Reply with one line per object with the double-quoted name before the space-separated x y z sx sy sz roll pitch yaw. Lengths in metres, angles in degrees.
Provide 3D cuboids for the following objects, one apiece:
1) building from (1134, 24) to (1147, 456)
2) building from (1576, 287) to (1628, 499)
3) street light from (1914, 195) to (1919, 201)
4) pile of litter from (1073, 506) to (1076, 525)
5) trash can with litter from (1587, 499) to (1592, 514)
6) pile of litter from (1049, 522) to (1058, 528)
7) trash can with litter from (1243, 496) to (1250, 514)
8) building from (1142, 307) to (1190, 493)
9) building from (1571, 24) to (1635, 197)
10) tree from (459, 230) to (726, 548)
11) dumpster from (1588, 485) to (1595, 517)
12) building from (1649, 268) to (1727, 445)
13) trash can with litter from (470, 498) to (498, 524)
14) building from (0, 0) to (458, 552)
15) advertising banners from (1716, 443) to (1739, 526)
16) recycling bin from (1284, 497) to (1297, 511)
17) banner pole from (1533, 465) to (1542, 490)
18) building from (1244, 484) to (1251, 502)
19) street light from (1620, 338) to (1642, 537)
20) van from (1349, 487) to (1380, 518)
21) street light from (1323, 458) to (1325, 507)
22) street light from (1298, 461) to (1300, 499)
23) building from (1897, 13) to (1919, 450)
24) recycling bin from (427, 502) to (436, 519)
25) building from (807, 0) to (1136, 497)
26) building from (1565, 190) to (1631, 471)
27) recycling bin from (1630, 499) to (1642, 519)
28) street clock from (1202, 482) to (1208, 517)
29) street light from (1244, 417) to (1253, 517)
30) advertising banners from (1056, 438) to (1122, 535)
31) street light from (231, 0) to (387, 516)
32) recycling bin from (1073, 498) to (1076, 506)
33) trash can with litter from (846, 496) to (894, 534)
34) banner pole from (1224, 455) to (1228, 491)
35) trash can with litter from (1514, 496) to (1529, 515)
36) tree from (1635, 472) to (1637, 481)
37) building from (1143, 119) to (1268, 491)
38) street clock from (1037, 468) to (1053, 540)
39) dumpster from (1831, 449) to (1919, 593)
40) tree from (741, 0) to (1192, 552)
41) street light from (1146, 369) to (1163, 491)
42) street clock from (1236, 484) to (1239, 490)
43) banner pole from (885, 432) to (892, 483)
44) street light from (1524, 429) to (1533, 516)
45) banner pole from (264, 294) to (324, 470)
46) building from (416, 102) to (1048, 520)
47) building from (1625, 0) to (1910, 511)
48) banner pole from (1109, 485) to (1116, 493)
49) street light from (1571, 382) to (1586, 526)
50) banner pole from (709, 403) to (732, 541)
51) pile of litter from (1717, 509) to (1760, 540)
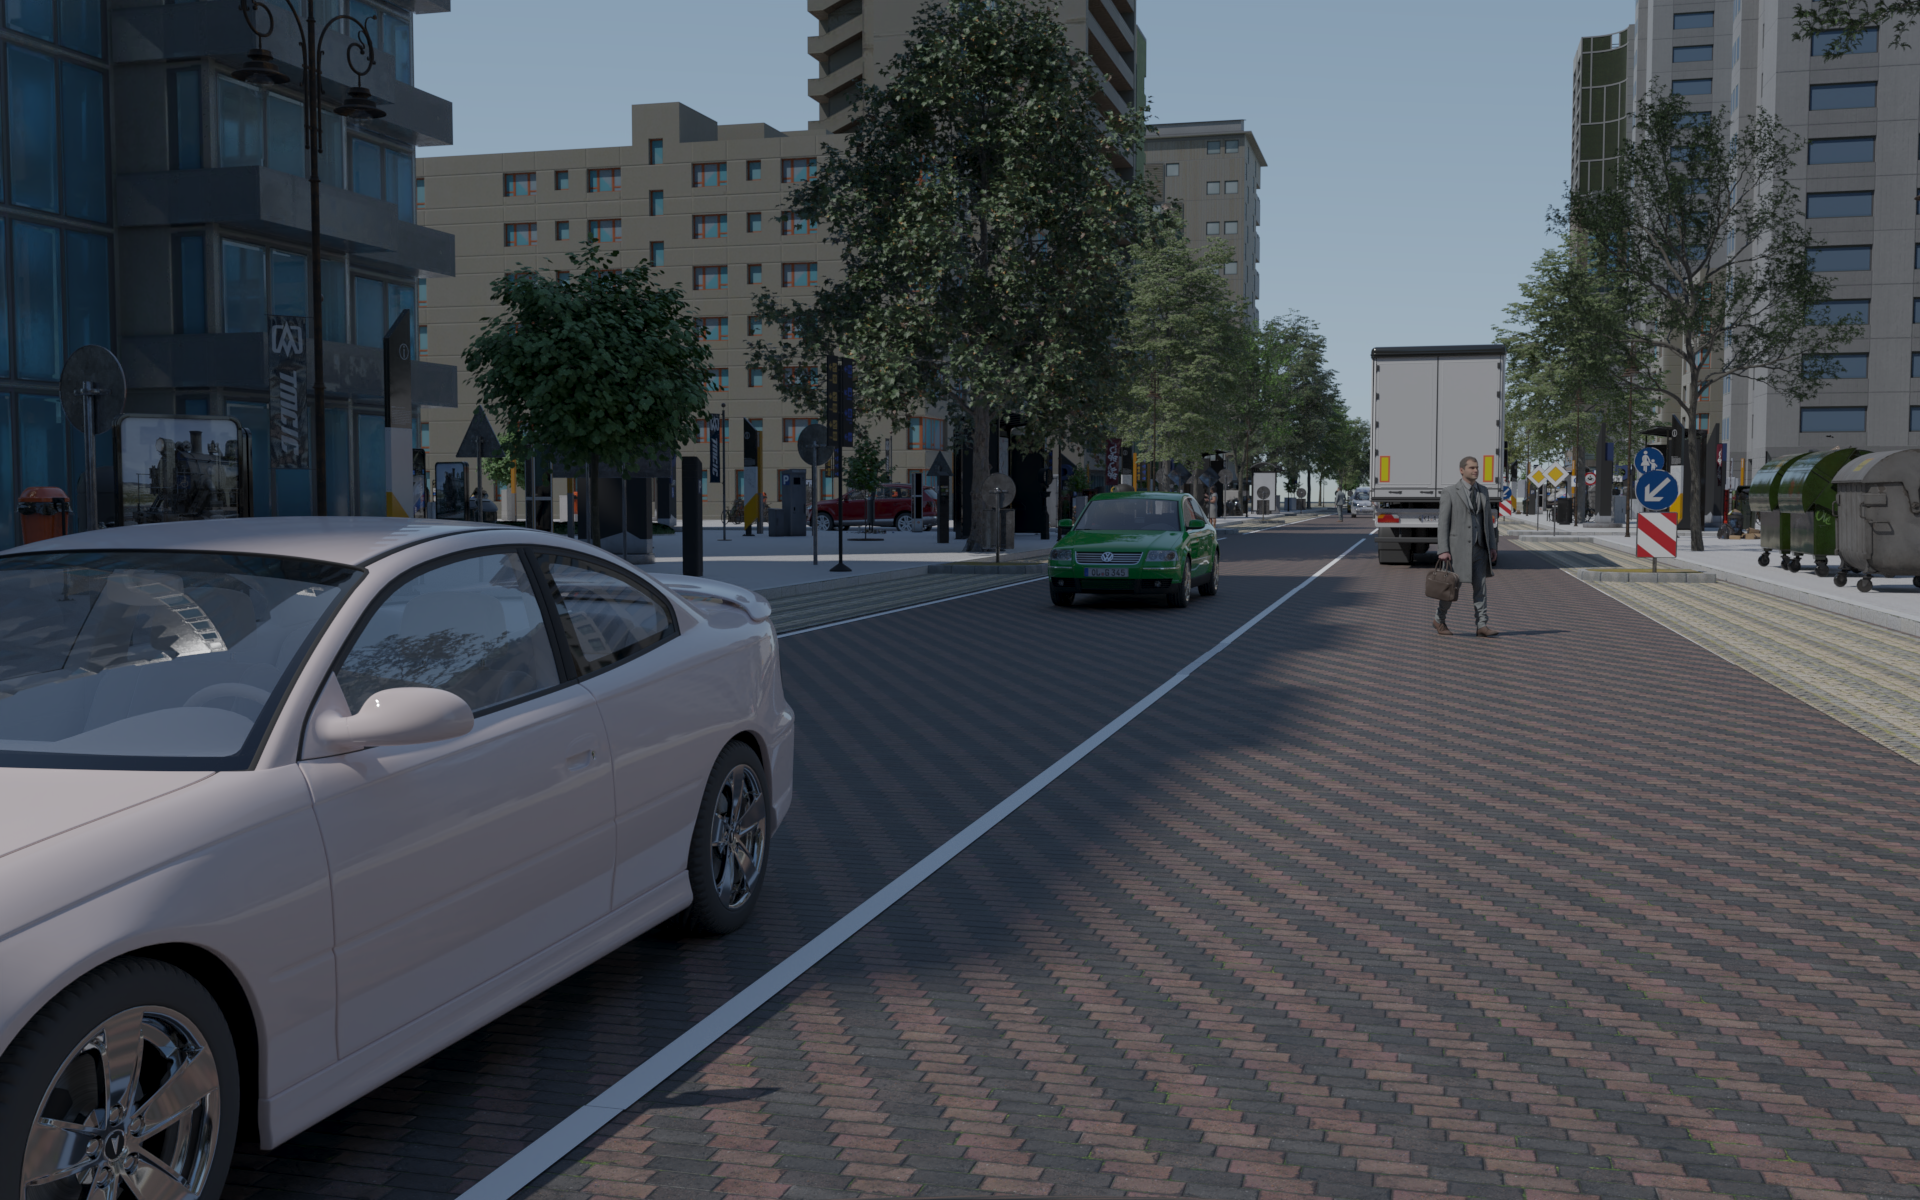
"building" 7.811 -28.421 148.275 14.154 41.232 14.086 1 4 15
"building" 92.816 -28.643 240.018 14.160 30.474 14.107 1 4 15
"street light" 11.441 -2.890 20.047 0.468 5.910 1.993 1 4 15
"pile of litter" 4.689 -3.648 73.606 1.176 0.858 1.719 0 4 4
"trash can with litter" 40.327 -6.096 111.057 1.055 1.170 0.624 2 4 27
"pile of litter" 2.901 -3.117 64.933 1.719 0.858 1.176 1 4 15
"trash can with litter" 18.378 -6.175 112.347 0.624 1.170 1.055 2 4 29
"building" 7.087 -19.953 171.276 27.650 21.520 28.899 1 4 15
"building" 103.696 -50.793 268.713 20.563 71.187 20.611 1 4 15
"tree" -4.599 -2.331 21.818 4.285 4.588 4.351 0 3 0
"dumpster" 35.886 -5.581 97.006 1.264 1.857 1.865 1 4 15
"building" 73.686 -18.239 143.246 27.650 21.520 28.899 1 4 15
"trash can with litter" -11.654 -1.940 43.114 0.624 1.170 1.055 -3 4 -39
"building" -29.358 -25.690 39.646 30.456 49.044 23.786 1 4 15
"advertising banners" 26.282 -3.863 59.344 0.090 3.025 2.074 0 4 4
"recycling bin" 25.782 -7.501 135.195 0.722 1.027 0.722 3 5 43
"banner pole" 43.041 -8.497 128.944 0.863 3.779 0.401 3 5 42
"building" 32.947 -35.733 276.120 32.217 40.220 23.993 1 4 15
"street light" 19.870 -4.807 51.380 0.468 5.910 1.993 1 4 15
"van" 24.641 -6.004 105.183 2.013 2.044 4.112 1 4 14
"street light" 35.894 -12.112 170.813 0.468 5.910 1.993 1 4 15
"street light" 27.062 -10.113 138.136 0.468 5.910 1.993 1 4 15
"building" 59.728 -34.624 108.103 21.231 58.520 28.212 1 4 15
"recycling bin" -16.529 -2.596 55.001 0.722 1.027 0.722 -2 4 -33
"building" 0.904 -30.973 130.105 21.300 48.544 21.600 1 4 15
"building" 96.663 -36.898 253.397 14.600 45.320 14.200 1 4 15
"recycling bin" 34.499 -4.629 88.241 0.722 1.027 0.722 0 4 5
"street clock" 11.919 -4.870 84.190 0.358 2.002 0.471 0 4 8
"street light" 15.949 -7.544 96.131 0.468 5.910 1.993 1 4 15
"advertising banners" 4.034 -3.549 54.207 2.074 3.025 0.090 0 4 3
"street light" -5.743 -2.611 15.479 0.468 5.910 1.993 1 4 15
"recycling bin" 7.101 -6.034 111.209 0.722 1.027 0.722 0 4 -1
"trash can with litter" -2.943 -2.773 56.398 1.678 1.210 2.233 -1 4 -12
"banner pole" 17.114 -7.443 111.715 0.401 3.779 0.863 3 4 37
"trash can with litter" 35.242 -5.930 108.345 1.055 1.170 0.624 0 4 1
"tree" 49.509 -8.156 127.957 1.663 3.219 1.824 0 3 0
"building" 28.706 -40.430 250.270 28.713 52.752 27.495 1 4 15
"street clock" 2.400 -2.704 48.775 0.358 2.002 0.471 3 4 36
"dumpster" 12.436 -1.054 22.999 1.264 1.857 1.865 1 4 15
"tree" 0.446 -7.420 38.325 9.611 12.733 9.660 0 3 0
"street light" 7.177 -5.571 63.876 0.468 5.910 1.993 1 4 15
"street clock" 20.662 -7.566 128.273 0.358 2.002 0.471 3 5 44
"banner pole" -2.799 -4.791 68.351 0.401 3.779 0.863 1 4 19
"street light" 32.940 -7.807 100.430 0.468 5.910 1.993 1 4 15
"banner pole" -8.161 -1.926 21.511 0.863 3.779 0.401 -3 5 -40
"building" -11.279 -15.583 99.828 27.650 21.520 28.899 1 4 15
"building" 77.408 -38.461 170.844 21.231 58.520 28.212 1 4 15
"banner pole" 10.698 -8.050 121.640 0.863 3.779 0.401 1 4 17
"street light" 24.396 -5.850 68.433 0.468 5.910 1.993 1 4 15
"banner pole" -6.604 -3.510 47.413 0.401 3.779 0.863 2 4 30
"pile of litter" 22.298 -2.158 49.256 1.719 0.858 1.176 -1 4 -12
